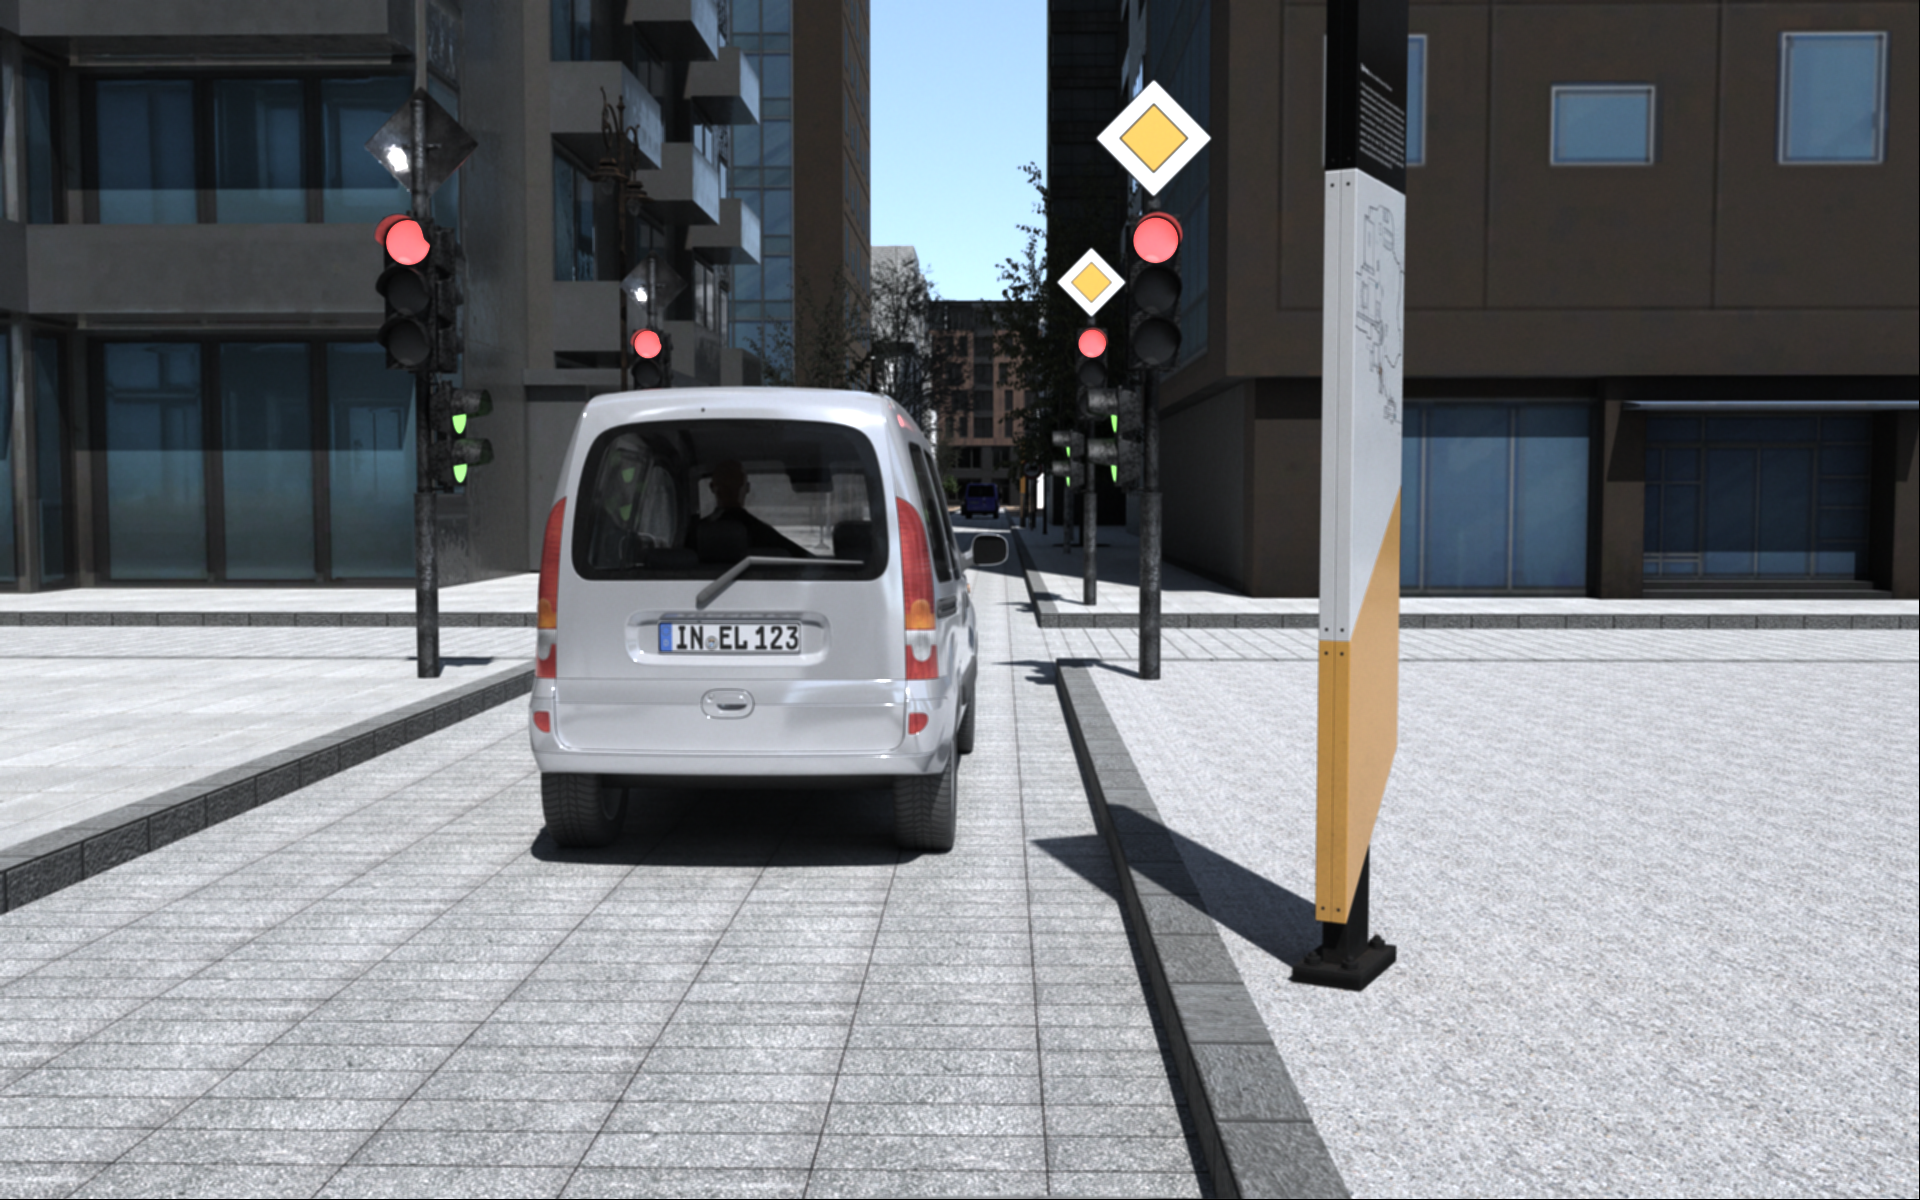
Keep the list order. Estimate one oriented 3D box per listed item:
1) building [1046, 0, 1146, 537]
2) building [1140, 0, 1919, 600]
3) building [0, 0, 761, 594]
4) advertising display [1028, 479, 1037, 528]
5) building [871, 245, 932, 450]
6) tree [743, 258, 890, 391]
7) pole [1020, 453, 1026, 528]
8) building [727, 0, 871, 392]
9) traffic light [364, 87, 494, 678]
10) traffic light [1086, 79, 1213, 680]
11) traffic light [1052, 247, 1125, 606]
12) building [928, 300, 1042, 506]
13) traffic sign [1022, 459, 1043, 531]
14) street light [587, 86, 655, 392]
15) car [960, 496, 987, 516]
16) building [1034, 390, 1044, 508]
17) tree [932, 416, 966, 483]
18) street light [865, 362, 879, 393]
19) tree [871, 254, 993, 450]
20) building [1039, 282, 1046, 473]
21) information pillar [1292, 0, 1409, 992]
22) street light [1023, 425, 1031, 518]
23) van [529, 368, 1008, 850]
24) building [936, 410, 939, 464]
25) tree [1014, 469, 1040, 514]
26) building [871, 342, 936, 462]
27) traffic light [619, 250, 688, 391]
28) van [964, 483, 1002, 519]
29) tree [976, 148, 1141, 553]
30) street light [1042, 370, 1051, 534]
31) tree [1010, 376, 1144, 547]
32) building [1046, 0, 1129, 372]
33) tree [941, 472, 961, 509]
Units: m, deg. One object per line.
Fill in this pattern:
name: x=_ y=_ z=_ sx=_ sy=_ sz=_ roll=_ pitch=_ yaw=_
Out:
building: x=14.845 y=-45.890 z=62.969 sx=22.319 sy=86.520 sz=31.000 roll=0 pitch=4 yaw=1
building: x=10.458 y=-23.011 z=26.338 sx=14.200 sy=45.320 sz=14.600 roll=0 pitch=4 yaw=1
building: x=-16.322 y=-25.395 z=34.813 sx=23.786 sy=49.044 sz=30.456 roll=0 pitch=4 yaw=1
advertising display: x=2.769 y=-3.730 z=66.203 sx=0.123 sy=1.923 sz=0.974 roll=-1 pitch=4 yaw=-11
building: x=-11.282 y=-16.690 z=139.336 sx=16.747 sy=18.905 sz=31.486 roll=0 pitch=4 yaw=1
tree: x=-4.321 y=-6.309 z=53.514 sx=4.360 sy=8.622 sz=3.978 roll=0 pitch=3 yaw=0
pole: x=2.401 y=-4.427 z=66.232 sx=0.158 sy=3.312 sz=0.155 roll=0 pitch=3 yaw=0
building: x=-11.177 y=-25.823 z=72.323 sx=14.600 sy=45.320 sz=14.200 roll=0 pitch=4 yaw=1
traffic light: x=-3.703 y=-1.412 z=12.003 sx=0.839 sy=4.253 sz=0.868 roll=0 pitch=4 yaw=1
traffic light: x=1.298 y=-1.406 z=11.905 sx=0.839 sy=4.253 sz=0.868 roll=0 pitch=4 yaw=1
traffic light: x=1.481 y=-1.894 z=19.888 sx=0.839 sy=4.253 sz=0.868 roll=0 pitch=4 yaw=1
building: x=7.349 y=-21.369 z=193.357 sx=32.646 sy=21.610 sz=27.936 roll=0 pitch=4 yaw=1
traffic sign: x=2.524 y=-3.709 z=60.741 sx=0.768 sy=2.556 sz=0.104 roll=1 pitch=4 yaw=10
street light: x=-3.928 y=-2.902 z=20.239 sx=0.468 sy=5.910 sz=1.993 roll=0 pitch=4 yaw=1
car: x=0.970 y=-6.567 z=117.156 sx=2.009 sy=1.686 sz=4.222 roll=0 pitch=4 yaw=3
building: x=11.373 y=-13.101 z=156.351 sx=9.099 sy=9.664 sz=28.070 roll=0 pitch=4 yaw=1
tree: x=-1.523 y=-12.782 z=159.343 sx=4.360 sy=8.622 sz=3.978 roll=0 pitch=3 yaw=0
street light: x=-3.024 y=-5.364 z=60.483 sx=0.468 sy=5.910 sz=1.993 roll=0 pitch=4 yaw=1
tree: x=-3.387 y=-10.898 z=88.553 sx=12.009 sy=13.543 sz=11.850 roll=0 pitch=3 yaw=0
building: x=14.237 y=-17.082 z=135.710 sx=16.016 sy=20.091 sz=11.380 roll=0 pitch=4 yaw=1
information pillar: x=1.076 y=-0.811 z=4.615 sx=0.183 sy=3.616 sz=0.504 roll=2 pitch=4 yaw=29
street light: x=3.664 y=-7.451 z=94.606 sx=0.468 sy=5.910 sz=1.993 roll=0 pitch=4 yaw=1
van: x=-0.781 y=-0.083 z=8.363 sx=2.013 sy=2.044 sz=4.112 roll=0 pitch=4 yaw=2
building: x=-16.157 y=-13.742 z=166.824 sx=28.070 sy=9.664 sz=9.099 roll=0 pitch=4 yaw=1
tree: x=4.083 y=-7.150 z=111.497 sx=1.663 sy=3.219 sz=1.824 roll=0 pitch=3 yaw=0
building: x=-6.783 y=-10.253 z=109.785 sx=9.099 sy=9.664 sz=28.070 roll=0 pitch=4 yaw=1
traffic light: x=-3.520 y=-1.900 z=19.986 sx=0.839 sy=4.253 sz=0.868 roll=0 pitch=4 yaw=1
van: x=1.322 y=-5.949 z=101.651 sx=2.240 sy=2.365 sz=5.245 roll=0 pitch=4 yaw=3
tree: x=2.303 y=-5.326 z=37.445 sx=4.737 sy=8.622 sz=4.395 roll=0 pitch=3 yaw=0
street light: x=2.720 y=-5.046 z=55.288 sx=0.468 sy=5.910 sz=1.993 roll=0 pitch=4 yaw=1
tree: x=3.071 y=-3.605 z=42.652 sx=4.285 sy=4.588 sz=4.351 roll=0 pitch=3 yaw=0
building: x=11.343 y=-24.676 z=87.053 sx=14.154 sy=41.232 sz=14.086 roll=0 pitch=4 yaw=1
tree: x=-0.588 y=-10.548 z=167.064 sx=1.663 sy=3.219 sz=1.824 roll=0 pitch=3 yaw=0
